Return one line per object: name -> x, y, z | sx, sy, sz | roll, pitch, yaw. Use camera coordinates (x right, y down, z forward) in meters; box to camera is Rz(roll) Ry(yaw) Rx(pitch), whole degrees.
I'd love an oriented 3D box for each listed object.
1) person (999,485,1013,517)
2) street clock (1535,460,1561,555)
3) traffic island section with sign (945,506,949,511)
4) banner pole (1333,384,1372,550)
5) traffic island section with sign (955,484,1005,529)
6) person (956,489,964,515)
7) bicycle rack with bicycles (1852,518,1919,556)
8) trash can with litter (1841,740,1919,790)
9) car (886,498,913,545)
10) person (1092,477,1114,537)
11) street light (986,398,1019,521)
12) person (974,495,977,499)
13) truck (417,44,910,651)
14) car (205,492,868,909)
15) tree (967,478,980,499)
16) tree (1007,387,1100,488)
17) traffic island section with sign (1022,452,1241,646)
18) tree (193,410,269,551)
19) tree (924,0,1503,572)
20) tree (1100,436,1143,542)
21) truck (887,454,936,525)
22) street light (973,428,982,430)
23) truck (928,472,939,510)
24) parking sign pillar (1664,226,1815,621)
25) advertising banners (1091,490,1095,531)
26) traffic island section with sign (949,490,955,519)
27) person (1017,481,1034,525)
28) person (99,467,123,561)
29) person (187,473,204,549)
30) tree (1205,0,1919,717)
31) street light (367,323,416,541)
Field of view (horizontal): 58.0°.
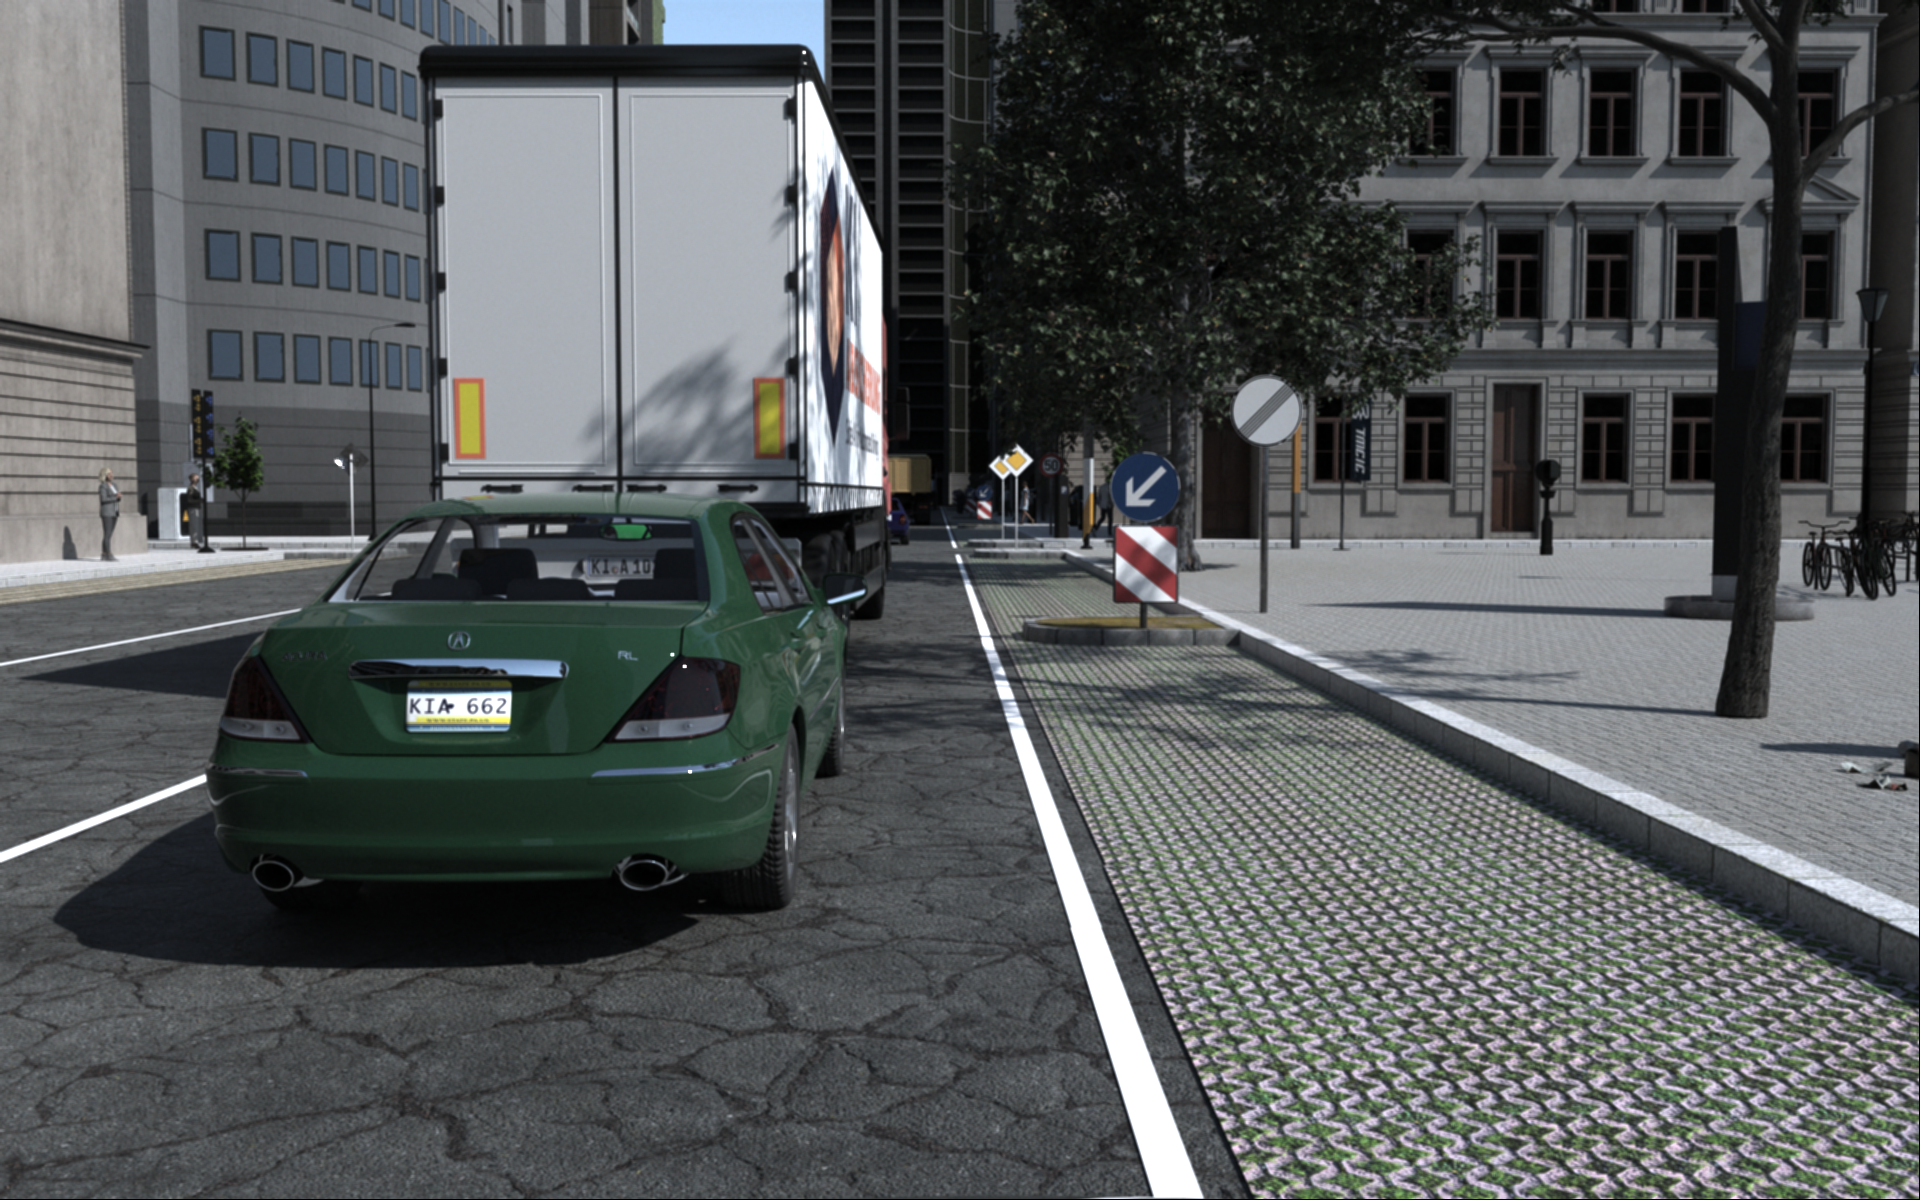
person -> 2.568, -5.605, 98.176 | 0.782, 1.767, 0.515 | 2, 4, 31
street clock -> 12.370, -1.951, 36.476 | 0.471, 2.002, 0.358 | -1, 4, -14
traffic island section with sign -> -0.176, -8.624, 149.635 | 1.989, 1.847, 2.006 | 0, 4, -1
banner pole -> 8.981, -3.030, 39.561 | 0.863, 3.779, 0.401 | 0, 4, 5
traffic island section with sign -> 0.886, -3.893, 72.276 | 1.989, 1.847, 2.006 | 0, 4, -1
person -> -0.014, -6.814, 120.325 | 0.576, 1.772, 0.534 | 0, 4, 2
bicycle rack with bicycles -> 20.182, -1.420, 36.593 | 2.852, 0.926, 2.925 | -2, 4, -28
trash can with litter -> 4.944, 0.182, 8.085 | 2.233, 1.210, 1.678 | -1, 4, -19
car -> -2.335, -2.299, 50.165 | 1.945, 1.354, 3.894 | 0, 4, -2
person -> 4.291, -2.775, 51.256 | 0.795, 1.843, 0.661 | -3, 4, -38
street light -> 2.142, -6.773, 83.286 | 1.470, 5.913, 1.316 | 0, 4, -1
person -> 1.458, -9.994, 169.461 | 0.705, 1.822, 1.348 | 1, 4, 17
truck -> -2.080, -1.684, 16.447 | 2.839, 4.237, 11.283 | 0, 4, 1
car -> -1.488, 0.268, 7.414 | 2.131, 1.459, 4.920 | 0, 4, 0
tree -> 1.483, -12.589, 200.436 | 1.663, 3.219, 1.824 | 0, 3, 0
tree -> 3.686, -7.195, 68.003 | 4.360, 8.622, 3.978 | 0, 3, 0
traffic island section with sign -> 1.636, -0.522, 17.166 | 1.989, 1.847, 2.006 | 0, 4, -1
tree -> -16.381, -2.757, 39.683 | 1.663, 3.219, 1.824 | 0, 3, 0
tree -> 3.728, -6.837, 28.800 | 9.611, 12.733, 9.660 | 0, 3, 0
tree -> 4.306, -3.157, 46.221 | 1.663, 3.219, 1.824 | 0, 3, 0
truck -> -2.784, -5.318, 82.880 | 3.469, 3.379, 9.791 | 0, 4, -3
street light -> 1.593, -9.175, 122.547 | 1.470, 5.913, 1.316 | 0, 4, -1
truck -> -3.480, -10.506, 161.529 | 2.967, 4.110, 18.799 | 0, 3, 0
parking sign pillar -> 8.160, -1.809, 18.045 | 1.447, 3.967, 1.447 | 2, 4, 28
advertising banners -> 4.518, -3.888, 59.756 | 0.090, 3.025, 2.074 | 0, 4, -2
traffic island section with sign -> 0.522, -5.541, 99.229 | 1.989, 1.847, 2.006 | 0, 4, -1
person -> 2.764, -4.044, 72.258 | 0.778, 1.811, 0.616 | 2, 4, 27
person -> -16.283, -1.655, 33.280 | 0.526, 1.800, 0.537 | 1, 4, 12
person -> -17.715, -2.054, 40.180 | 0.362, 1.759, 0.519 | -1, 4, -11
tree -> 4.834, -4.596, 9.551 | 7.601, 10.594, 8.767 | 1, 4, 21
street light -> -15.434, -4.556, 47.037 | 1.470, 5.913, 1.316 | 0, 4, -1
